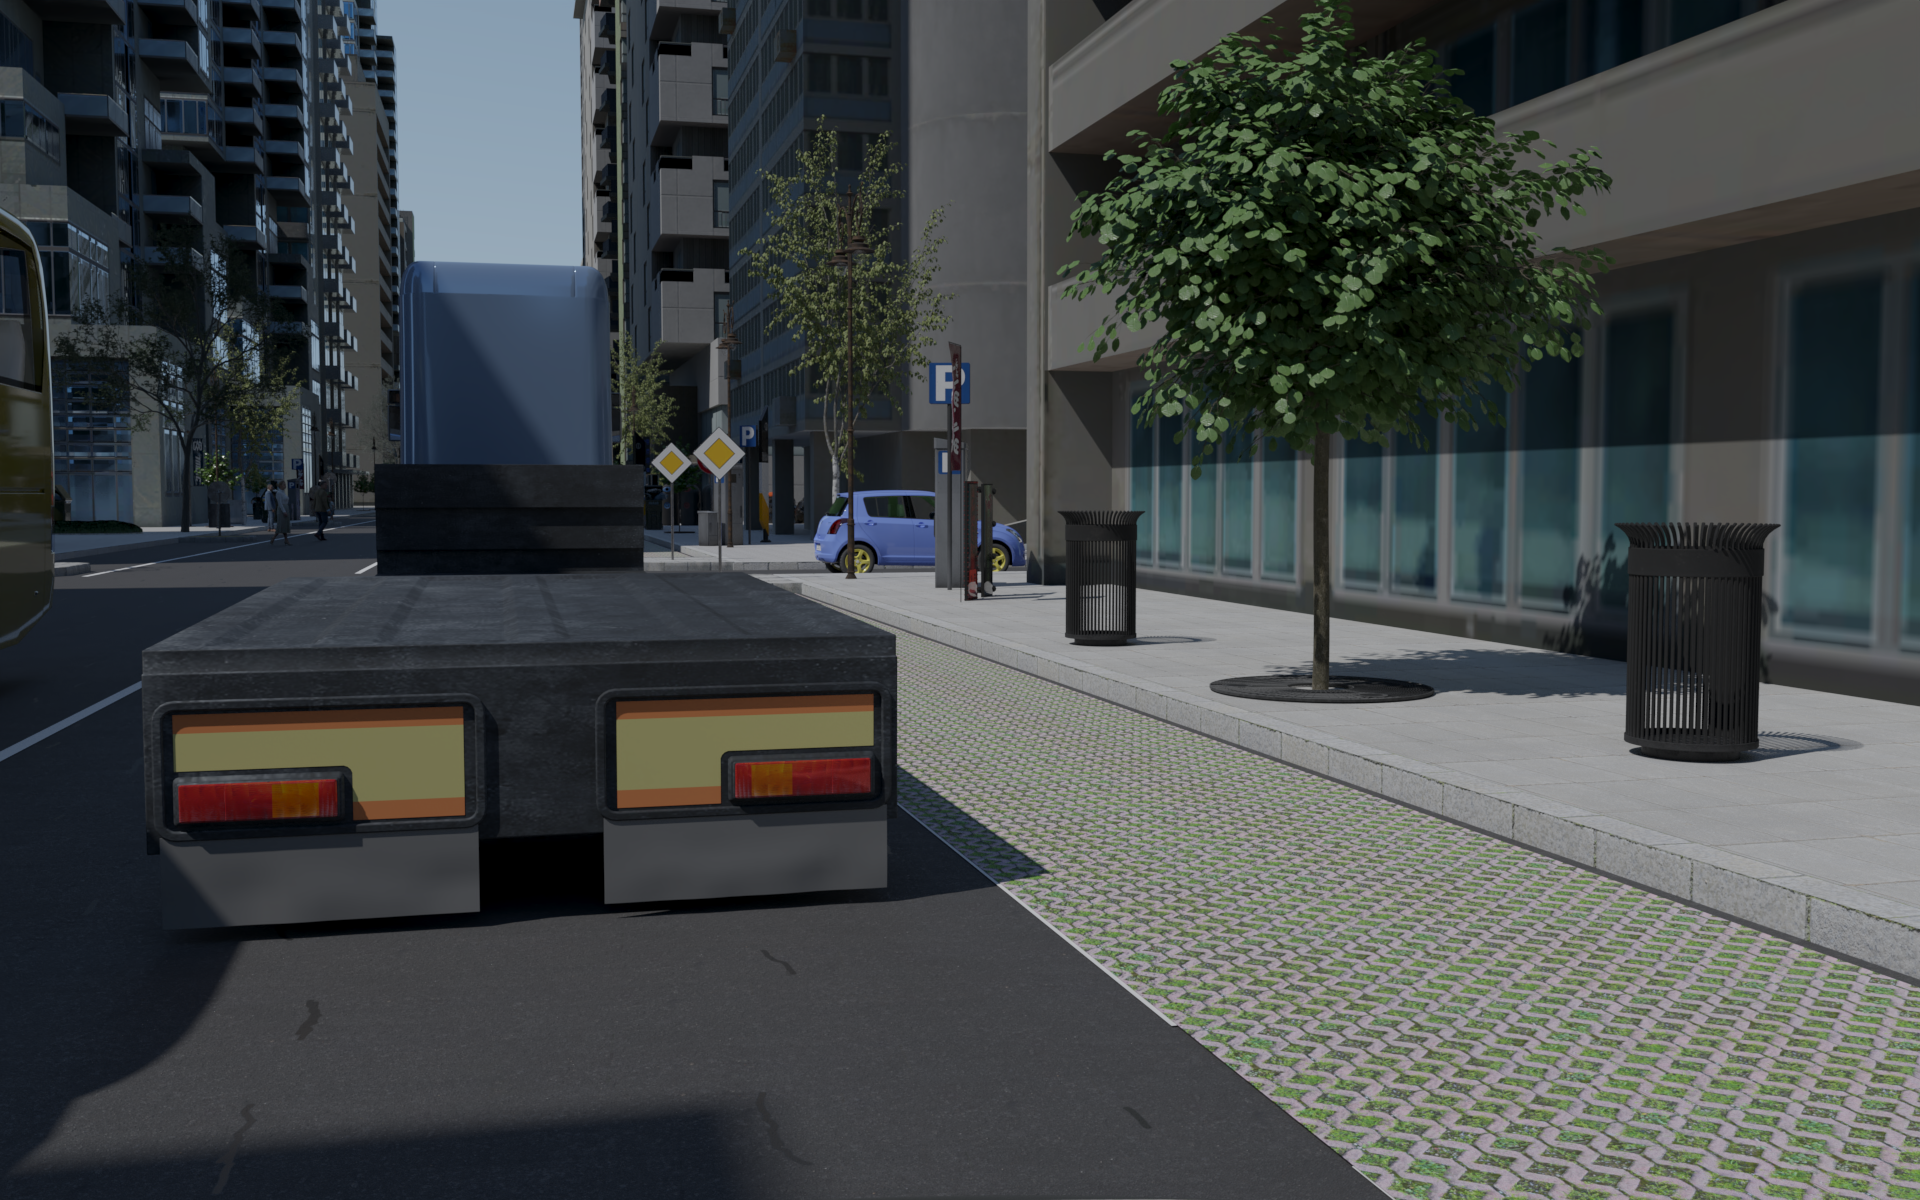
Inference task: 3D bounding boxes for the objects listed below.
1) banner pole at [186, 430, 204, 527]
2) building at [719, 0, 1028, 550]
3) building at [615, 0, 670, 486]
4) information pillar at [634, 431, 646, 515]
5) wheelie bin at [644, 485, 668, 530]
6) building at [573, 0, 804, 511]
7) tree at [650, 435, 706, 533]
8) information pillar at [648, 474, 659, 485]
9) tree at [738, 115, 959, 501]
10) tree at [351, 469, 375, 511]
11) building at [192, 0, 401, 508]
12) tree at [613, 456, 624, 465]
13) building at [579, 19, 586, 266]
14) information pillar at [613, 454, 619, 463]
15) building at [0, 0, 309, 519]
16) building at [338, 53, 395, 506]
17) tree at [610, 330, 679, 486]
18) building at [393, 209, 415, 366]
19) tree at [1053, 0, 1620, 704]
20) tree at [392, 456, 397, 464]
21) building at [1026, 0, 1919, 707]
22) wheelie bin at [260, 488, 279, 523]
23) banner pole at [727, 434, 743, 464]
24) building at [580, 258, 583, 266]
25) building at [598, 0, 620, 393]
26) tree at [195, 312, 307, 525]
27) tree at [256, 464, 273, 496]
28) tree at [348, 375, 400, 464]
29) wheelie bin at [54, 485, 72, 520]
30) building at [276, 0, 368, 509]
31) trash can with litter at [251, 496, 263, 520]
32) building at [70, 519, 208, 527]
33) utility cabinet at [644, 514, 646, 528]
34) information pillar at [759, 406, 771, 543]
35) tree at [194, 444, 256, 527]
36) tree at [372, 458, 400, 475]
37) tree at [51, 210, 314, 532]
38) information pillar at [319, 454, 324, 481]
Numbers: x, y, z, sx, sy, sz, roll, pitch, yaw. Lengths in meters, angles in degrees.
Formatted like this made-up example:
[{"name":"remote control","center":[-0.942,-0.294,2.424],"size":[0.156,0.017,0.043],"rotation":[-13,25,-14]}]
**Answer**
[{"name":"banner pole","center":[-30.040,-4.769,67.996],"size":[0.401,3.779,0.863],"rotation":[2,4,33]},{"name":"building","center":[5.402,-22.190,54.686],"size":[23.993,40.220,32.217],"rotation":[-1,4,-14]},{"name":"building","center":[-16.432,-26.616,118.761],"size":[14.154,41.232,14.086],"rotation":[-1,4,-14]},{"name":"information pillar","center":[-11.868,-4.456,64.207],"size":[0.183,3.616,0.504],"rotation":[3,5,44]},{"name":"wheelie bin","center":[-10.940,-3.312,62.051],"size":[0.980,1.594,0.693],"rotation":[-1,4,-10]},{"name":"building","center":[-22.100,-35.410,168.195],"size":[28.713,52.752,27.495],"rotation":[-1,4,-14]},{"name":"tree","center":[-9.088,-3.802,56.761],"size":[1.663,3.219,1.824],"rotation":[0,3,0]},{"name":"information pillar","center":[-11.159,-3.582,63.060],"size":[0.304,2.012,0.304],"rotation":[-3,4,-36]},{"name":"tree","center":[-2.269,-5.160,34.736],"size":[4.737,8.622,4.395],"rotation":[0,3,0]},{"name":"tree","center":[-45.228,-8.375,131.525],"size":[1.663,3.219,1.824],"rotation":[0,3,0]},{"name":"building","center":[-80.903,-55.341,217.488],"size":[22.319,86.520,31.000],"rotation":[-1,4,-14]},{"name":"tree","center":[-17.175,-5.636,86.748],"size":[1.663,3.219,1.824],"rotation":[0,3,0]},{"name":"building","center":[-41.254,-48.333,228.500],"size":[20.563,71.187,20.611],"rotation":[-1,4,-14]},{"name":"information pillar","center":[-20.183,-6.732,101.422],"size":[0.504,3.616,0.183],"rotation":[-3,5,-40]},{"name":"building","center":[-53.914,-48.949,112.993],"size":[22.319,86.520,31.000],"rotation":[-1,4,-14]},{"name":"building","center":[-75.164,-34.820,193.015],"size":[21.300,48.544,21.600],"rotation":[-1,4,-14]},{"name":"tree","center":[-14.371,-7.763,77.295],"size":[4.737,8.622,4.395],"rotation":[0,3,0]},{"name":"building","center":[-83.424,-34.122,241.485],"size":[14.154,41.232,14.086],"rotation":[-1,4,-14]},{"name":"tree","center":[2.306,-1.683,11.226],"size":[4.285,4.588,4.351],"rotation":[0,3,0]},{"name":"tree","center":[-61.060,-14.805,192.423],"size":[4.737,8.622,4.395],"rotation":[0,3,0]},{"name":"building","center":[13.898,-24.003,16.155],"size":[21.300,48.544,21.600],"rotation":[-1,4,-14]},{"name":"wheelie bin","center":[-30.645,-4.226,77.005],"size":[0.693,1.594,0.980],"rotation":[0,4,-1]},{"name":"banner pole","center":[-9.369,-4.998,71.734],"size":[0.863,3.779,0.401],"rotation":[-1,4,-20]},{"name":"building","center":[-42.278,-34.339,253.321],"size":[32.217,40.220,23.993],"rotation":[-1,4,-14]},{"name":"building","center":[-17.550,-29.717,140.502],"size":[22.147,44.769,28.867],"rotation":[-1,4,-14]},{"name":"tree","center":[-29.199,-7.377,70.975],"size":[4.737,8.622,4.395],"rotation":[0,3,0]},{"name":"tree","center":[-40.024,-6.335,98.178],"size":[1.663,3.219,1.824],"rotation":[0,3,0]},{"name":"tree","center":[-57.541,-16.357,177.802],"size":[12.009,13.543,11.850],"rotation":[0,3,0]},{"name":"wheelie bin","center":[-30.145,-3.057,57.891],"size":[0.693,1.594,0.980],"rotation":[0,4,-8]},{"name":"building","center":[-62.792,-32.079,144.101],"size":[23.786,49.044,30.456],"rotation":[-1,4,-14]},{"name":"trash can with litter","center":[-35.366,-4.626,87.016],"size":[0.624,1.170,1.055],"rotation":[-2,4,-29]},{"name":"building","center":[-45.446,-46.707,76.334],"size":[22.319,86.520,31.000],"rotation":[-1,4,-14]},{"name":"utility cabinet","center":[-11.728,-3.300,65.115],"size":[1.020,1.237,0.306],"rotation":[-2,4,-30]},{"name":"information pillar","center":[-5.182,-3.330,45.808],"size":[0.183,3.616,0.504],"rotation":[1,4,15]},{"name":"tree","center":[-28.481,-4.419,66.849],"size":[1.663,3.219,1.824],"rotation":[0,3,0]},{"name":"tree","center":[-51.905,-10.643,157.719],"size":[4.285,4.588,4.351],"rotation":[0,3,0]},{"name":"tree","center":[-25.977,-7.537,57.635],"size":[8.767,10.594,7.601],"rotation":[-1,4,-21]},{"name":"information pillar","center":[-37.556,-6.761,101.890],"size":[0.183,3.616,0.504],"rotation":[0,4,4]}]
